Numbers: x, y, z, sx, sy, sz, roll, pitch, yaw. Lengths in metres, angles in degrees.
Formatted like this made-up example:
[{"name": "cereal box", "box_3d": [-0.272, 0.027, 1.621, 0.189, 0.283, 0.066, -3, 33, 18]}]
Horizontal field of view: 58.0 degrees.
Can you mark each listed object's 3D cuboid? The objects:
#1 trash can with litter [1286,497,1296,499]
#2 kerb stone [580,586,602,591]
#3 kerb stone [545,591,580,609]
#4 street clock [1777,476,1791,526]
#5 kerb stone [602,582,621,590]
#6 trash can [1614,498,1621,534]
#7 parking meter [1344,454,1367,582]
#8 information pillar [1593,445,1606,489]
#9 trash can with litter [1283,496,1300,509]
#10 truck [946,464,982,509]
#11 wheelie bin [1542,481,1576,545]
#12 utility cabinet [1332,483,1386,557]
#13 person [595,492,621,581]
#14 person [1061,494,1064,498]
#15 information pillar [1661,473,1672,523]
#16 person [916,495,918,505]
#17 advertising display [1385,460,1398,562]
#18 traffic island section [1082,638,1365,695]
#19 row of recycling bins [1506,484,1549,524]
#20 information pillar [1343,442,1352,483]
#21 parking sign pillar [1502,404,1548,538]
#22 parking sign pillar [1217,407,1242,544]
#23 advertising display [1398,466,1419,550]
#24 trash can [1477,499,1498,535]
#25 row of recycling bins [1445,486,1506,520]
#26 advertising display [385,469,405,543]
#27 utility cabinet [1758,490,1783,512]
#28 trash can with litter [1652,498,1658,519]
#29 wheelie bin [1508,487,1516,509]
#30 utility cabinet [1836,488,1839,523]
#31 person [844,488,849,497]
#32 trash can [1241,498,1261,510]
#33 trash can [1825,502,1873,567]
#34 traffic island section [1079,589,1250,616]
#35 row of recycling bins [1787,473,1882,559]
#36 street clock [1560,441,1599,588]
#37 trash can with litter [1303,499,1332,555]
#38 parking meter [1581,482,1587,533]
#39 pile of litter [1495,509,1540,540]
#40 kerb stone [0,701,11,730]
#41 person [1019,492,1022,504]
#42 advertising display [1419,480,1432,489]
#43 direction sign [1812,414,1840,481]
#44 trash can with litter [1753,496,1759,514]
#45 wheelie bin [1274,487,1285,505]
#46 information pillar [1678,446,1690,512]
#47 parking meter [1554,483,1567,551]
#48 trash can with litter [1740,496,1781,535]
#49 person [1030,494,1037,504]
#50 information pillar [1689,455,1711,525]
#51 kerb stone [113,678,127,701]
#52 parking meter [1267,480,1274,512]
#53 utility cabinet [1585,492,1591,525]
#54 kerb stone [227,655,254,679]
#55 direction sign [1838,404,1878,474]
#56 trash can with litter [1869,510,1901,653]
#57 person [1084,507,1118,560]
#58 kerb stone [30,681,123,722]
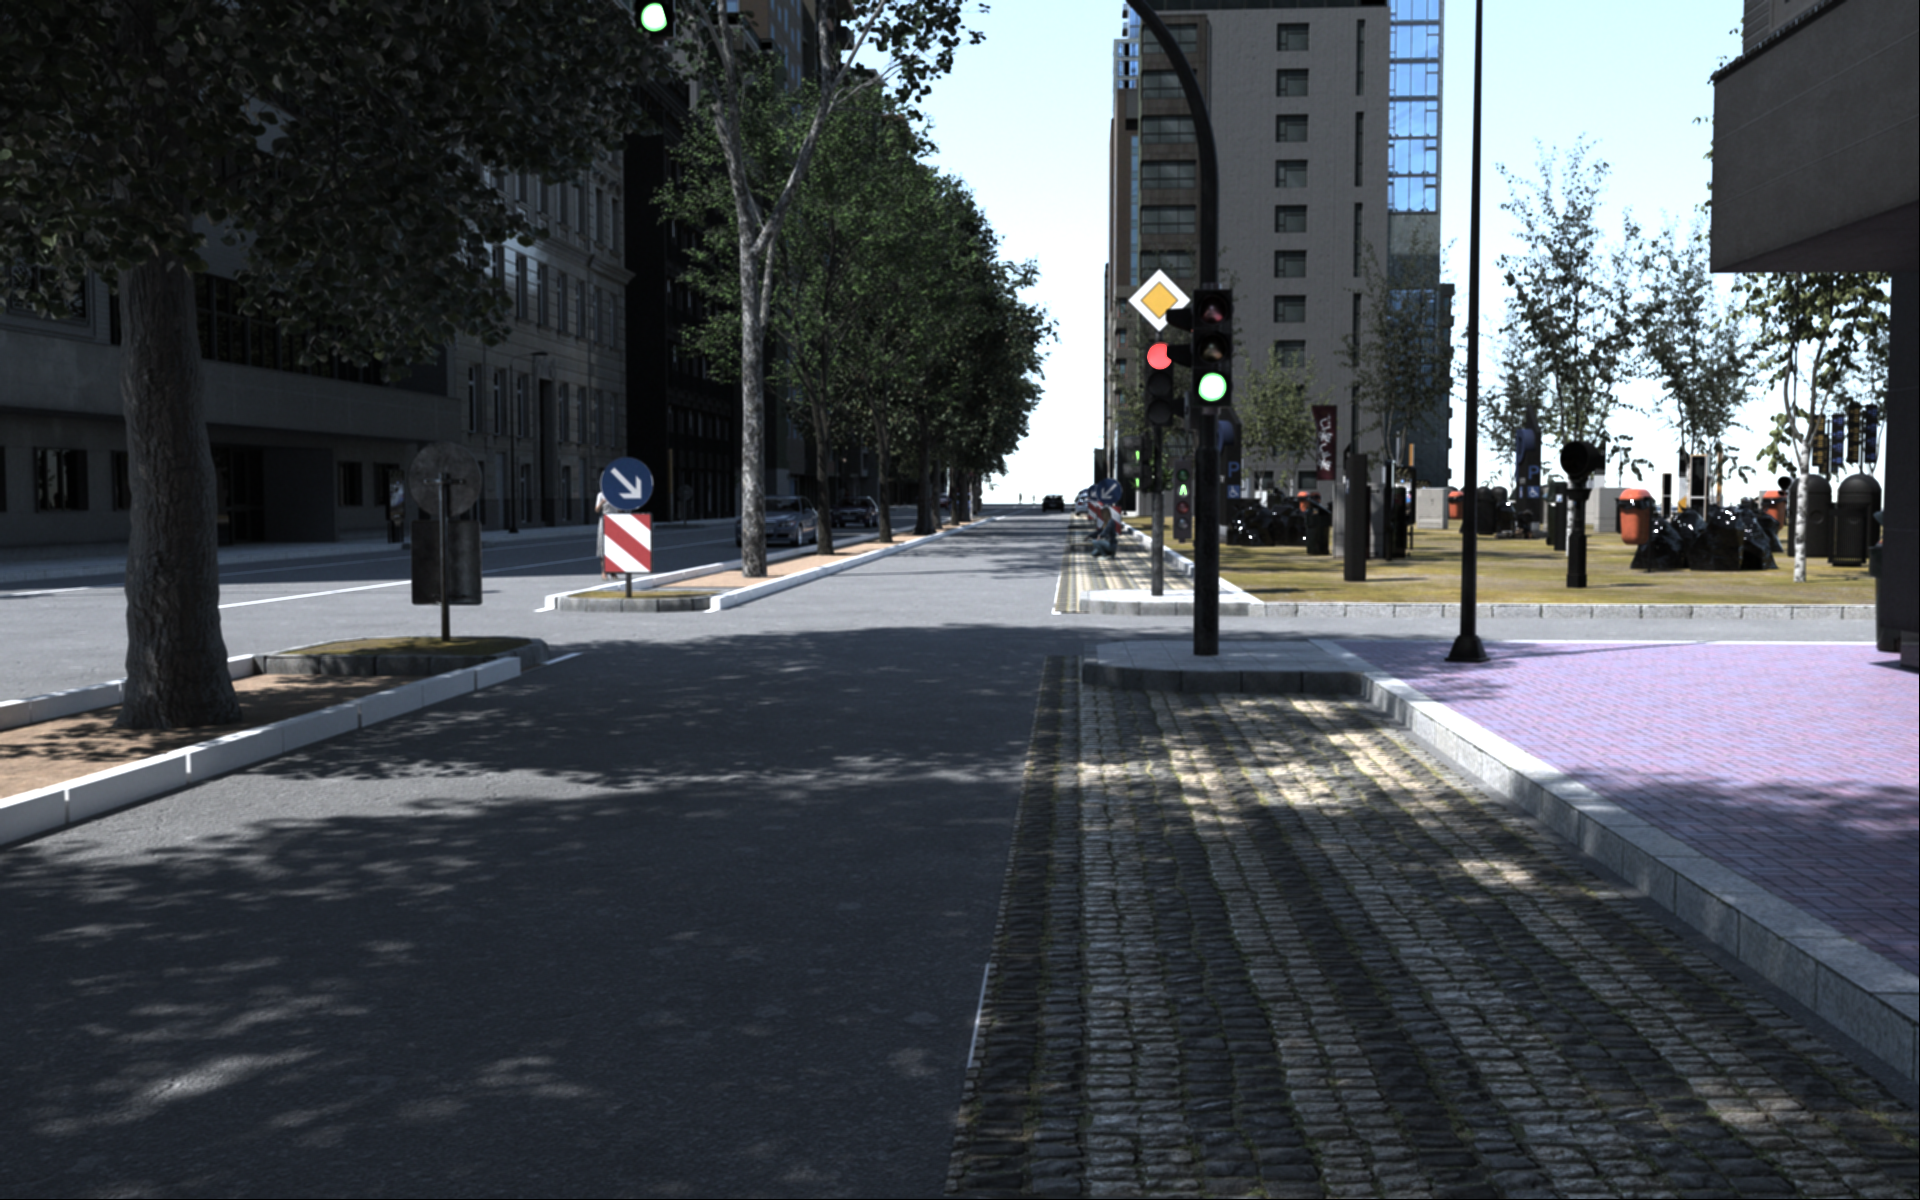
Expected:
[{"name": "trash can with litter", "box_3d": [15.080, -4.130, 78.919, 0.624, 1.170, 1.055, 1, 4, 21]}, {"name": "kerb stone", "box_3d": [-5.011, -0.053, 23.154, 0.120, 0.150, 1.000, 0, 4, 4]}, {"name": "kerb stone", "box_3d": [-5.088, 0.004, 22.134, 0.120, 0.150, 1.000, 0, 4, 4]}, {"name": "street clock", "box_3d": [33.408, -4.015, 70.223, 0.471, 2.002, 0.358, 3, 5, 42]}, {"name": "kerb stone", "box_3d": [-4.956, -0.121, 24.174, 0.120, 0.150, 1.000, 0, 4, 4]}, {"name": "trash can", "box_3d": [21.629, -2.727, 56.242, 0.748, 1.137, 0.748, 0, 3, 0]}, {"name": "parking meter", "box_3d": [5.818, -1.209, 25.473, 0.255, 1.863, 0.399, 0, 4, 0]}, {"name": "information pillar", "box_3d": [27.597, -5.097, 74.694, 0.504, 3.616, 0.183, 0, 4, 7]}, {"name": "trash can with litter", "box_3d": [9.695, -2.539, 52.564, 2.233, 1.210, 1.678, 2, 4, 25]}, {"name": "truck", "box_3d": [0.459, -9.608, 146.000, 2.839, 4.237, 11.283, 0, 4, 3]}, {"name": "wheelie bin", "box_3d": [15.028, -2.162, 43.259, 0.980, 1.594, 0.693, 2, 4, 34]}, {"name": "utility cabinet", "box_3d": [8.173, -1.619, 35.147, 1.173, 1.500, 0.318, 0, 4, 8]}, {"name": "person", "box_3d": [-5.798, -1.203, 28.737, 0.480, 1.755, 0.524, -2, 4, -35]}, {"name": "person", "box_3d": [13.923, -13.830, 237.805, 0.799, 1.438, 0.628, 0, 4, -1]}, {"name": "information pillar", "box_3d": [24.567, -3.409, 60.233, 0.304, 2.012, 0.304, 1, 4, 15]}, {"name": "person", "box_3d": [-3.201, -7.533, 134.893, 0.421, 1.427, 0.697, -1, 4, -9]}, {"name": "advertising display", "box_3d": [8.270, -1.718, 33.311, 0.123, 1.923, 0.974, 1, 4, 17]}, {"name": "traffic island section", "box_3d": [1.982, 0.515, 13.868, 2.009, 0.180, 2.903, 0, 4, 4]}, {"name": "row of recycling bins", "box_3d": [25.106, -4.132, 74.675, 1.069, 1.692, 3.534, -1, 4, -14]}, {"name": "information pillar", "box_3d": [17.572, -5.331, 78.519, 0.183, 3.616, 0.504, -2, 4, -26]}, {"name": "parking sign pillar", "box_3d": [16.862, -3.847, 51.378, 1.447, 3.967, 1.447, 0, 4, 5]}, {"name": "parking sign pillar", "box_3d": [6.950, -3.486, 45.470, 1.447, 3.967, 1.447, -1, 4, -12]}, {"name": "advertising display", "box_3d": [10.239, -2.139, 40.186, 0.123, 1.923, 0.974, -1, 4, -20]}, {"name": "trash can", "box_3d": [16.469, -2.603, 54.214, 0.748, 1.137, 0.748, 0, 3, 0]}, {"name": "row of recycling bins", "box_3d": [26.148, -4.942, 87.907, 3.534, 1.692, 1.069, -1, 4, -12]}, {"name": "advertising display", "box_3d": [-14.813, -2.460, 45.433, 0.123, 1.923, 0.974, 0, 4, 5]}, {"name": "utility cabinet", "box_3d": [40.607, -4.769, 86.653, 1.173, 1.500, 0.318, 0, 4, 5]}, {"name": "trash can with litter", "box_3d": [35.549, -4.752, 89.090, 1.055, 1.170, 0.624, -3, 4, -39]}, {"name": "wheelie bin", "box_3d": [19.429, -3.185, 59.976, 0.693, 1.594, 0.980, -1, 4, -16]}, {"name": "utility cabinet", "box_3d": [32.654, -3.384, 64.000, 0.318, 1.500, 1.173, 1, 4, 18]}, {"name": "person", "box_3d": [-7.346, -6.295, 111.362, 0.705, 1.831, 1.348, -2, 4, -24]}, {"name": "trash can", "box_3d": [9.350, -2.701, 55.807, 0.748, 1.137, 0.748, 0, 3, 0]}, {"name": "trash can", "box_3d": [15.690, -1.159, 30.610, 0.748, 1.137, 0.748, 0, 3, 0]}, {"name": "traffic island section", "box_3d": [2.508, 0.027, 21.836, 2.009, 0.180, 2.903, 0, 4, 4]}, {"name": "row of recycling bins", "box_3d": [18.459, -1.677, 34.530, 3.534, 1.692, 1.069, 2, 4, 30]}, {"name": "street clock", "box_3d": [8.454, -1.169, 23.688, 0.358, 2.002, 0.471, -2, 4, -34]}, {"name": "trash can with litter", "box_3d": [7.783, -1.537, 36.514, 1.055, 1.170, 0.624, 0, 4, 3]}, {"name": "parking meter", "box_3d": [19.354, -2.963, 54.153, 0.399, 1.863, 0.255, 3, 5, 42]}, {"name": "pile of litter", "box_3d": [15.964, -2.182, 49.633, 1.176, 0.858, 1.719, 0, 4, 6]}, {"name": "kerb stone", "box_3d": [-5.865, 0.730, 10.255, 0.120, 0.150, 1.000, 0, 4, 4]}, {"name": "person", "box_3d": [8.552, -14.256, 242.108, 0.617, 1.759, 0.750, -2, 4, -34]}, {"name": "advertising display", "box_3d": [21.224, -4.534, 79.350, 0.123, 1.923, 0.974, -2, 4, -26]}, {"name": "direction sign", "box_3d": [24.532, -3.487, 49.004, 0.379, 3.537, 0.876, -3, 4, -38]}, {"name": "trash can with litter", "box_3d": [40.864, -4.776, 89.473, 0.624, 1.170, 1.055, -3, 4, -39]}, {"name": "wheelie bin", "box_3d": [14.064, -4.226, 77.005, 0.693, 1.594, 0.980, 2, 4, 26]}, {"name": "information pillar", "box_3d": [35.269, -5.694, 84.448, 0.504, 3.616, 0.183, 0, 4, 4]}, {"name": "parking meter", "box_3d": [13.667, -1.885, 39.229, 0.372, 1.533, 0.369, 0, 3, 0]}, {"name": "trash can with litter", "box_3d": [24.709, -2.674, 54.784, 1.678, 1.210, 2.233, -1, 4, -14]}, {"name": "person", "box_3d": [10.287, -14.046, 241.374, 0.991, 1.433, 0.599, 0, 4, 4]}, {"name": "information pillar", "box_3d": [13.799, -1.703, 32.338, 0.304, 2.012, 0.304, 2, 4, 34]}, {"name": "kerb stone", "box_3d": [-5.740, 0.605, 12.296, 0.120, 0.150, 1.000, 0, 4, 4]}, {"name": "parking meter", "box_3d": [13.152, -4.139, 73.379, 0.255, 1.863, 0.399, 1, 4, 18]}, {"name": "utility cabinet", "box_3d": [25.899, -3.873, 72.001, 1.173, 1.500, 0.318, 2, 4, 34]}, {"name": "kerb stone", "box_3d": [-5.659, 0.543, 13.315, 0.120, 0.150, 1.000, 0, 4, 4]}, {"name": "direction sign", "box_3d": [22.721, -3.160, 43.668, 0.876, 3.537, 0.379, -1, 4, -16]}, {"name": "trash can with litter", "box_3d": [7.830, -0.151, 13.863, 0.624, 1.170, 1.055, -1, 4, -17]}, {"name": "person", "box_3d": [3.062, -1.434, 37.439, 0.738, 1.151, 1.012, 0, 4, 2]}, {"name": "kerb stone", "box_3d": [-5.803, 0.673, 11.276, 0.120, 0.150, 1.000, 0, 4, 4]}]
